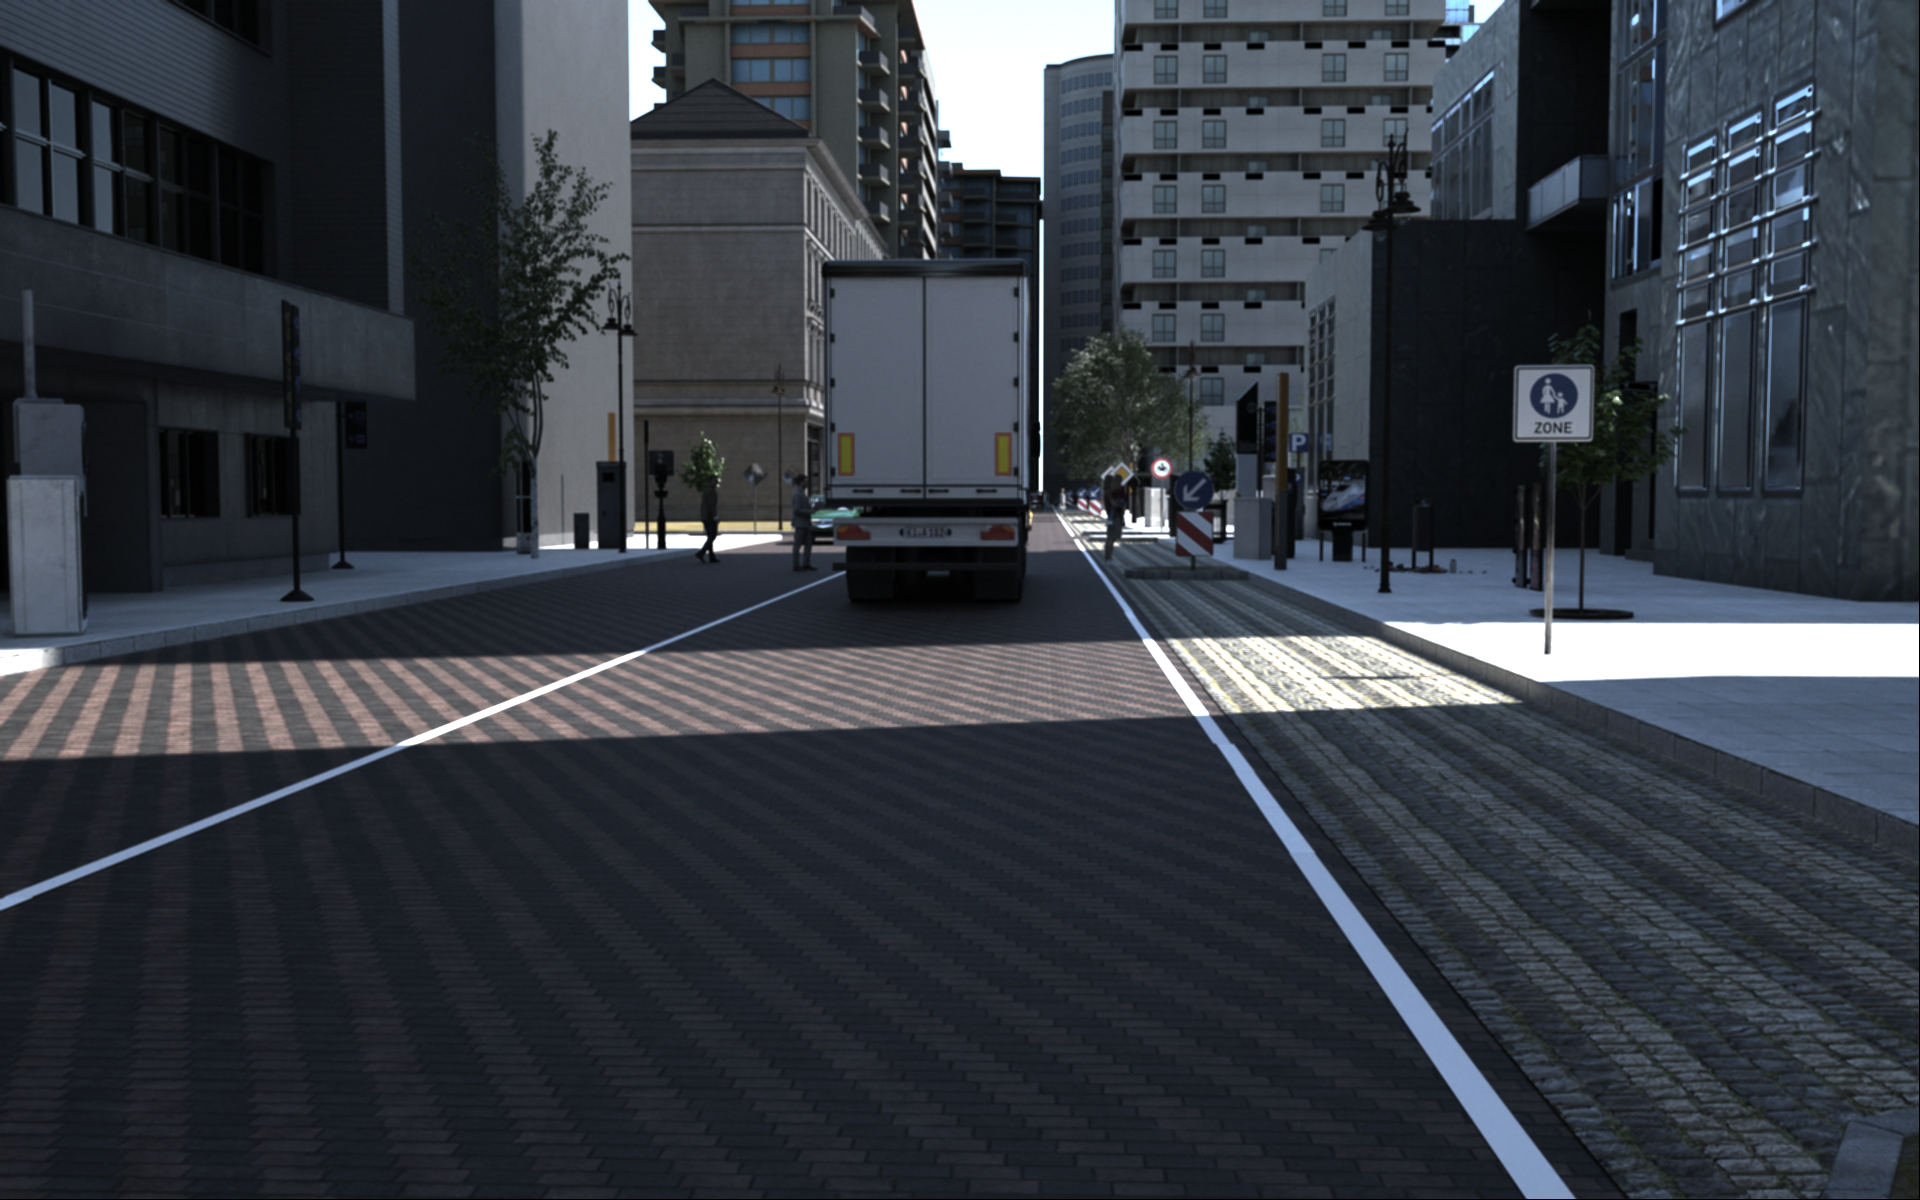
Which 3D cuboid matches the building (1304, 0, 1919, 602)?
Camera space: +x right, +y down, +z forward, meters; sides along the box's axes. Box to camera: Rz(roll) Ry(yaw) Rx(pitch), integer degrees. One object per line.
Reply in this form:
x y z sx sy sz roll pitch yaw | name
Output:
20.598 -44.056 32.991 22.319 86.520 31.000 0 4 3 | building

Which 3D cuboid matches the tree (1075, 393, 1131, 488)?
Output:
10.420 -10.472 121.575 4.360 8.622 3.978 0 3 0 | tree

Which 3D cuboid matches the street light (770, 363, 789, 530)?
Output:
-6.357 -5.408 61.217 0.468 5.910 1.993 0 4 3 | street light

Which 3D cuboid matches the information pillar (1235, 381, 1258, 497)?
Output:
5.944 -2.723 35.872 0.504 3.616 0.183 -2 4 -25 | information pillar

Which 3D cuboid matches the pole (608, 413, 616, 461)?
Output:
-8.731 -3.037 43.502 0.158 3.312 0.155 0 3 0 | pole

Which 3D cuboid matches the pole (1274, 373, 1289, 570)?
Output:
5.433 -2.167 29.267 0.158 3.312 0.155 0 3 0 | pole

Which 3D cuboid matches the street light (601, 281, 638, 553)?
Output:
-7.398 -3.975 37.785 0.468 5.910 1.993 0 4 3 | street light

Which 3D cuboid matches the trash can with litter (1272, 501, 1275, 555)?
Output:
6.671 -1.550 36.723 0.624 1.170 1.055 -1 4 -14 | trash can with litter

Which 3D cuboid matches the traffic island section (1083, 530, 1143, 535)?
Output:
5.305 -2.340 60.546 2.009 0.180 2.903 0 4 3 | traffic island section

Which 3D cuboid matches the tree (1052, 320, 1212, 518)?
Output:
9.404 -9.663 92.403 8.767 10.594 7.601 -1 4 -21 | tree

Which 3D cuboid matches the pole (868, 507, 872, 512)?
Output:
-5.122 -6.393 98.369 0.158 3.312 0.155 0 3 0 | pole

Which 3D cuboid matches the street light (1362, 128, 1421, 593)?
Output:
5.537 -3.034 22.400 0.468 5.910 1.993 0 4 3 | street light

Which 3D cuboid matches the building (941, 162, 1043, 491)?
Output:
-3.428 -35.273 231.340 28.867 44.769 22.147 0 4 3 | building

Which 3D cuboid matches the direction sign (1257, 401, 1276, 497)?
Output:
7.324 -3.078 42.324 0.876 3.537 0.379 1 4 10 | direction sign

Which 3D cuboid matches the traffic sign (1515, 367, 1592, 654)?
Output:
4.704 -0.713 13.794 0.606 2.300 0.079 1 4 11 | traffic sign

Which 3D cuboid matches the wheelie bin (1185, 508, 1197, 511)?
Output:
17.874 -7.752 134.659 0.693 1.594 0.980 -2 4 -29 | wheelie bin

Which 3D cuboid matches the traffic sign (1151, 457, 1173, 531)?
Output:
6.966 -3.649 59.769 0.768 2.556 0.104 0 4 5 | traffic sign

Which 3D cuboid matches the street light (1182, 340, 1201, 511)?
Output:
6.933 -4.845 51.995 0.468 5.910 1.993 0 4 3 | street light

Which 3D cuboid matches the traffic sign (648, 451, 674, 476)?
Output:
-7.014 -2.359 40.696 0.606 2.300 0.079 0 4 4 | traffic sign

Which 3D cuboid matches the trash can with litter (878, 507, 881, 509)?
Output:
-4.581 -5.291 97.893 0.624 1.170 1.055 0 4 5 | trash can with litter

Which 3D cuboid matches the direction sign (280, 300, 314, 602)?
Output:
-7.962 -1.755 20.698 0.379 3.537 0.876 -1 4 -10 | direction sign

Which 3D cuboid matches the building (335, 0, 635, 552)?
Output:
-21.680 -15.391 45.154 24.014 27.812 14.314 0 4 3 | building

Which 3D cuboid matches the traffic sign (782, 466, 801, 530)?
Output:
-5.899 -3.510 61.024 0.795 2.450 0.064 0 4 3 | traffic sign

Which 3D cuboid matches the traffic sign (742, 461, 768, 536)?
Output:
-6.281 -3.022 53.048 0.795 2.450 0.064 0 4 3 | traffic sign

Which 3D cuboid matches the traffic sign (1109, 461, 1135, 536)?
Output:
4.899 -2.988 52.494 0.795 2.450 0.064 0 4 3 | traffic sign

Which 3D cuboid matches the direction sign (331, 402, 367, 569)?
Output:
-10.621 -2.305 29.691 0.876 3.537 0.379 -1 4 -22 | direction sign

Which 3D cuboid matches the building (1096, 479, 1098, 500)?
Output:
31.834 -30.910 197.253 32.217 40.220 23.993 0 4 3 | building

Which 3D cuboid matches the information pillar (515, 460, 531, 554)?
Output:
-9.313 -1.994 37.092 0.304 2.012 0.304 -2 4 -35 | information pillar

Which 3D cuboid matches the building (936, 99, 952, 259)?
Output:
-16.348 -35.531 200.533 30.456 49.044 23.786 0 4 3 | building

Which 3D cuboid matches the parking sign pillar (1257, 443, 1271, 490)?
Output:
15.778 -6.268 90.950 1.447 3.967 1.447 -1 4 -22 | parking sign pillar

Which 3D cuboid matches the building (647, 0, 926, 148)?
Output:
-14.485 -30.333 150.575 22.147 44.769 28.867 0 4 3 | building

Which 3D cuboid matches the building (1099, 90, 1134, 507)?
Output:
21.391 -30.281 178.695 14.154 41.232 14.086 0 4 3 | building

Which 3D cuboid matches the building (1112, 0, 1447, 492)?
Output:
27.778 -34.717 156.863 28.713 52.752 27.495 0 4 3 | building

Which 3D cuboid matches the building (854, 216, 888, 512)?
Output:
-10.371 -16.100 112.381 9.793 20.994 18.267 0 4 3 | building

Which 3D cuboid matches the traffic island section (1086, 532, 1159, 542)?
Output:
4.923 -1.853 52.570 2.009 0.180 2.903 0 4 3 | traffic island section

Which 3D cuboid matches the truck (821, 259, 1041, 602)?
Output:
-0.178 -2.287 26.314 2.839 4.237 11.283 0 4 3 | truck

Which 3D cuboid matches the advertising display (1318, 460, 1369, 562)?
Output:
7.277 -1.693 32.896 0.974 1.923 0.123 2 4 34 | advertising display

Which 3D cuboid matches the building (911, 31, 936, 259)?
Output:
-13.682 -33.772 175.870 21.300 48.544 21.600 0 4 3 | building

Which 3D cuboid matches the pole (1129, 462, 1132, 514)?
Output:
10.953 -7.179 111.218 0.158 3.312 0.155 0 3 0 | pole

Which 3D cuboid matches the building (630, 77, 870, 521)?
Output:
-11.515 -14.132 81.970 10.553 20.767 40.483 0 4 3 | building

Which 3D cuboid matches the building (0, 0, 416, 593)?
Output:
-16.644 -11.910 13.792 14.314 24.678 30.058 0 4 3 | building

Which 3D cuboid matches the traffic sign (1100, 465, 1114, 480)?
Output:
5.282 -3.476 60.470 0.795 2.450 0.064 0 4 3 | traffic sign

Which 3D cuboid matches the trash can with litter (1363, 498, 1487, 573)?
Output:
7.578 -1.088 28.843 1.678 1.210 2.233 -1 4 -19 | trash can with litter

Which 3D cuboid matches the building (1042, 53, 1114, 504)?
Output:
25.042 -42.006 228.793 28.212 58.520 21.231 0 4 3 | building
